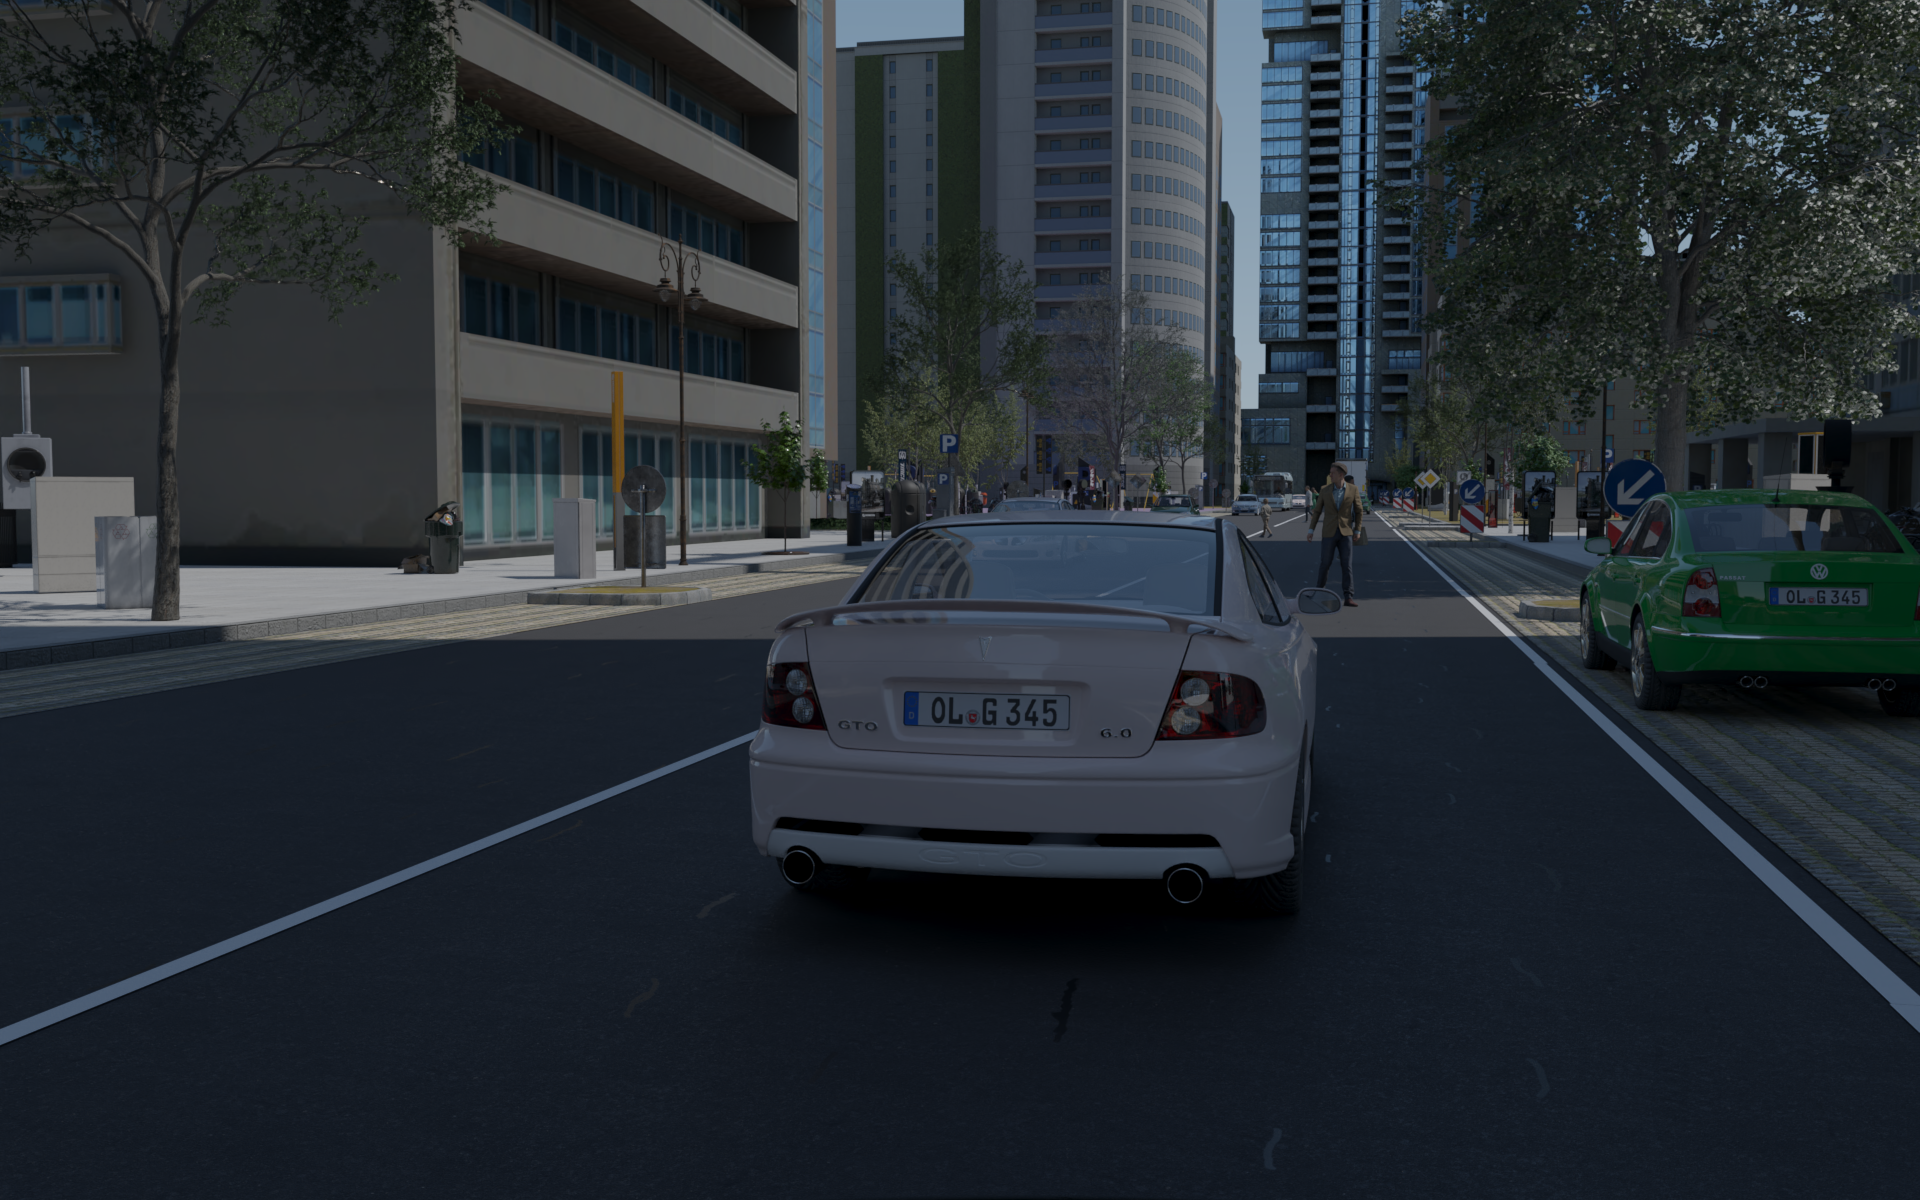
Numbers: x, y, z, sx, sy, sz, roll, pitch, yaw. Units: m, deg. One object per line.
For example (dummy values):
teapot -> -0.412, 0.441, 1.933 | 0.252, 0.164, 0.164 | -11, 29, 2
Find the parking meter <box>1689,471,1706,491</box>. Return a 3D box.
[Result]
parking meter -> 18.883, -2.364, 44.364 | 0.399, 1.863, 0.255 | 1, 4, 20

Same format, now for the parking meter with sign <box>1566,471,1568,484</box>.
parking meter with sign -> 47.520, -8.370, 133.112 | 1.738, 3.016, 0.543 | 1, 4, 22

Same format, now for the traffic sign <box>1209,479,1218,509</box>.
traffic sign -> 21.574, -9.017, 147.537 | 0.768, 2.556, 0.104 | 1, 4, 13

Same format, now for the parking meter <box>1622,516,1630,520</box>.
parking meter -> 30.309, -4.302, 78.746 | 0.372, 1.533, 0.369 | 0, 3, 0

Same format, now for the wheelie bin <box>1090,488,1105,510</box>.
wheelie bin -> 6.792, -4.751, 85.587 | 0.693, 1.594, 0.980 | 1, 4, 8

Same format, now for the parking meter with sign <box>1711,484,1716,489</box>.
parking meter with sign -> 54.741, -7.957, 126.353 | 1.738, 3.016, 0.543 | 3, 5, 44

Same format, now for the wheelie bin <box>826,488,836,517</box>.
wheelie bin -> -7.074, -5.210, 93.097 | 0.693, 1.594, 0.980 | -3, 4, -36

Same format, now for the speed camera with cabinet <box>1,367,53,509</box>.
speed camera with cabinet -> -15.080, -1.971, 26.566 | 2.038, 3.252, 0.660 | -2, 4, -25

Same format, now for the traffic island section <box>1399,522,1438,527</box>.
traffic island section -> 20.435, -3.317, 76.512 | 2.009, 0.180, 2.903 | 1, 4, 13

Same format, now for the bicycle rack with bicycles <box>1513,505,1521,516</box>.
bicycle rack with bicycles -> 31.745, -5.390, 101.504 | 2.852, 0.926, 2.925 | 0, 4, 1

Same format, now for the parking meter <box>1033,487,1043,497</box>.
parking meter -> 2.987, -3.545, 66.376 | 0.372, 1.533, 0.369 | 0, 3, 0

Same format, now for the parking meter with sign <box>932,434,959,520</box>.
parking meter with sign -> -0.448, -3.264, 49.624 | 0.543, 3.016, 1.738 | 1, 4, 9

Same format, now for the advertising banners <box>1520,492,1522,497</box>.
advertising banners -> 37.260, -7.345, 116.276 | 2.074, 3.025, 0.090 | -2, 4, -27

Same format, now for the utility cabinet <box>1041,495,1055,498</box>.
utility cabinet -> 4.033, -4.418, 83.403 | 1.020, 1.237, 0.306 | 2, 4, 25

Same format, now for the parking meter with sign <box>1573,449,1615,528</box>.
parking meter with sign -> 24.186, -4.264, 65.975 | 1.738, 3.016, 0.543 | -3, 4, -37

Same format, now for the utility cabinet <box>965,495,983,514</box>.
utility cabinet -> 0.940, -6.116, 111.162 | 1.020, 1.237, 0.306 | -1, 4, -14

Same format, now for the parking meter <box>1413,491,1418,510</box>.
parking meter -> 36.783, -8.036, 139.795 | 0.372, 1.533, 0.369 | 0, 3, 0

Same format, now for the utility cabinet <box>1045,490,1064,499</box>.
utility cabinet -> 5.150, -5.280, 95.005 | 0.318, 1.500, 1.173 | -3, 5, -44

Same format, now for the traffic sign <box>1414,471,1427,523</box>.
traffic sign -> 20.410, -4.452, 76.440 | 0.795, 2.450, 0.064 | 1, 4, 13

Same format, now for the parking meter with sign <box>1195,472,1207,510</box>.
parking meter with sign -> 19.328, -8.786, 139.905 | 0.543, 3.016, 1.738 | -1, 4, -17

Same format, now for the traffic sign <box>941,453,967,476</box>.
traffic sign -> -0.237, -3.135, 51.266 | 0.884, 2.594, 0.081 | 1, 4, 13

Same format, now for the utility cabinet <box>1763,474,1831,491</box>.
utility cabinet -> 9.340, -0.654, 19.376 | 1.173, 1.500, 0.318 | -3, 5, -44

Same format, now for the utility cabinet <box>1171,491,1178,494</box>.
utility cabinet -> 18.057, -8.521, 148.000 | 1.173, 1.500, 0.318 | -2, 4, -26

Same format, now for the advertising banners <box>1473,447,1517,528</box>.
advertising banners -> 20.177, -4.244, 65.576 | 0.090, 3.025, 2.074 | -2, 4, -27

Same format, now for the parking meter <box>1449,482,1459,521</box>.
parking meter -> 23.177, -4.621, 81.270 | 0.399, 1.863, 0.255 | -2, 4, -29

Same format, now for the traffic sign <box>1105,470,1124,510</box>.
traffic sign -> 6.357, -4.148, 71.469 | 0.795, 2.450, 0.064 | 1, 4, 13

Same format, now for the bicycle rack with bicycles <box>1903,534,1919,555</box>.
bicycle rack with bicycles -> 15.053, -0.934, 28.651 | 2.852, 0.926, 2.925 | -1, 4, -14

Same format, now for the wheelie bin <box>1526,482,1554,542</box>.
wheelie bin -> 15.426, -2.334, 46.075 | 0.693, 1.594, 0.980 | 1, 4, 17

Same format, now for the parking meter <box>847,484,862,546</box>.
parking meter -> -2.611, -2.101, 42.757 | 0.372, 1.533, 0.369 | 0, 3, 0

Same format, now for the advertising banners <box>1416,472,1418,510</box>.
advertising banners -> 35.828, -8.545, 135.901 | 0.090, 3.025, 2.074 | 1, 4, 19

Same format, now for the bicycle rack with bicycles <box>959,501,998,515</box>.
bicycle rack with bicycles -> 1.115, -4.812, 92.055 | 2.852, 0.926, 2.925 | 0, 4, -4

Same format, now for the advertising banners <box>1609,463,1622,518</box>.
advertising banners -> 35.349, -5.929, 93.128 | 2.074, 3.025, 0.090 | -3, 5, -40

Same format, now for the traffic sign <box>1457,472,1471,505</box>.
traffic sign -> 22.543, -4.612, 77.532 | 0.606, 2.300, 0.079 | 1, 4, 16

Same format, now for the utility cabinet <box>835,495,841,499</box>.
utility cabinet -> -8.294, -6.336, 114.754 | 1.020, 1.237, 0.306 | -2, 4, -29

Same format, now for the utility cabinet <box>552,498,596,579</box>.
utility cabinet -> -5.909, -0.943, 26.574 | 0.306, 1.237, 1.020 | -2, 4, -35

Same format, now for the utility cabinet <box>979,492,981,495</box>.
utility cabinet -> 1.294, -8.830, 153.048 | 1.173, 1.500, 0.318 | -3, 4, -36

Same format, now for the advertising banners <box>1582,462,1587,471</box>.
advertising banners -> 33.531, -6.015, 94.537 | 0.090, 3.025, 2.074 | -2, 4, -26

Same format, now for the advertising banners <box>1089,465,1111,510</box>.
advertising banners -> 8.564, -6.717, 106.011 | 2.074, 3.025, 0.090 | -3, 5, -45

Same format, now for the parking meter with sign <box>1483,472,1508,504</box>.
parking meter with sign -> 34.324, -7.056, 111.631 | 1.738, 3.016, 0.543 | 2, 4, 25

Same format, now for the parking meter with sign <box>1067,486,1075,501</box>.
parking meter with sign -> 9.919, -9.679, 154.513 | 1.738, 3.016, 0.543 | 1, 4, 18

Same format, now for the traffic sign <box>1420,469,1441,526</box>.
traffic sign -> 18.632, -3.976, 68.655 | 0.795, 2.450, 0.064 | 1, 4, 13

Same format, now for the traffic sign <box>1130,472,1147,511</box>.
traffic sign -> 8.135, -4.625, 79.254 | 0.795, 2.450, 0.064 | 1, 4, 13

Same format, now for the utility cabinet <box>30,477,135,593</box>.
utility cabinet -> -11.459, -0.854, 22.649 | 1.173, 1.500, 0.318 | -3, 5, -40

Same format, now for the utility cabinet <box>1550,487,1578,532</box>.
utility cabinet -> 19.820, -2.975, 57.322 | 1.173, 1.500, 0.318 | 0, 4, -1

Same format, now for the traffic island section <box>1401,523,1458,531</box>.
traffic island section -> 18.657, -2.841, 68.727 | 2.009, 0.180, 2.903 | 1, 4, 13

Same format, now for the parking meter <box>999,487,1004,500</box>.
parking meter -> 3.371, -8.157, 139.085 | 0.255, 1.863, 0.399 | -3, 5, -39
